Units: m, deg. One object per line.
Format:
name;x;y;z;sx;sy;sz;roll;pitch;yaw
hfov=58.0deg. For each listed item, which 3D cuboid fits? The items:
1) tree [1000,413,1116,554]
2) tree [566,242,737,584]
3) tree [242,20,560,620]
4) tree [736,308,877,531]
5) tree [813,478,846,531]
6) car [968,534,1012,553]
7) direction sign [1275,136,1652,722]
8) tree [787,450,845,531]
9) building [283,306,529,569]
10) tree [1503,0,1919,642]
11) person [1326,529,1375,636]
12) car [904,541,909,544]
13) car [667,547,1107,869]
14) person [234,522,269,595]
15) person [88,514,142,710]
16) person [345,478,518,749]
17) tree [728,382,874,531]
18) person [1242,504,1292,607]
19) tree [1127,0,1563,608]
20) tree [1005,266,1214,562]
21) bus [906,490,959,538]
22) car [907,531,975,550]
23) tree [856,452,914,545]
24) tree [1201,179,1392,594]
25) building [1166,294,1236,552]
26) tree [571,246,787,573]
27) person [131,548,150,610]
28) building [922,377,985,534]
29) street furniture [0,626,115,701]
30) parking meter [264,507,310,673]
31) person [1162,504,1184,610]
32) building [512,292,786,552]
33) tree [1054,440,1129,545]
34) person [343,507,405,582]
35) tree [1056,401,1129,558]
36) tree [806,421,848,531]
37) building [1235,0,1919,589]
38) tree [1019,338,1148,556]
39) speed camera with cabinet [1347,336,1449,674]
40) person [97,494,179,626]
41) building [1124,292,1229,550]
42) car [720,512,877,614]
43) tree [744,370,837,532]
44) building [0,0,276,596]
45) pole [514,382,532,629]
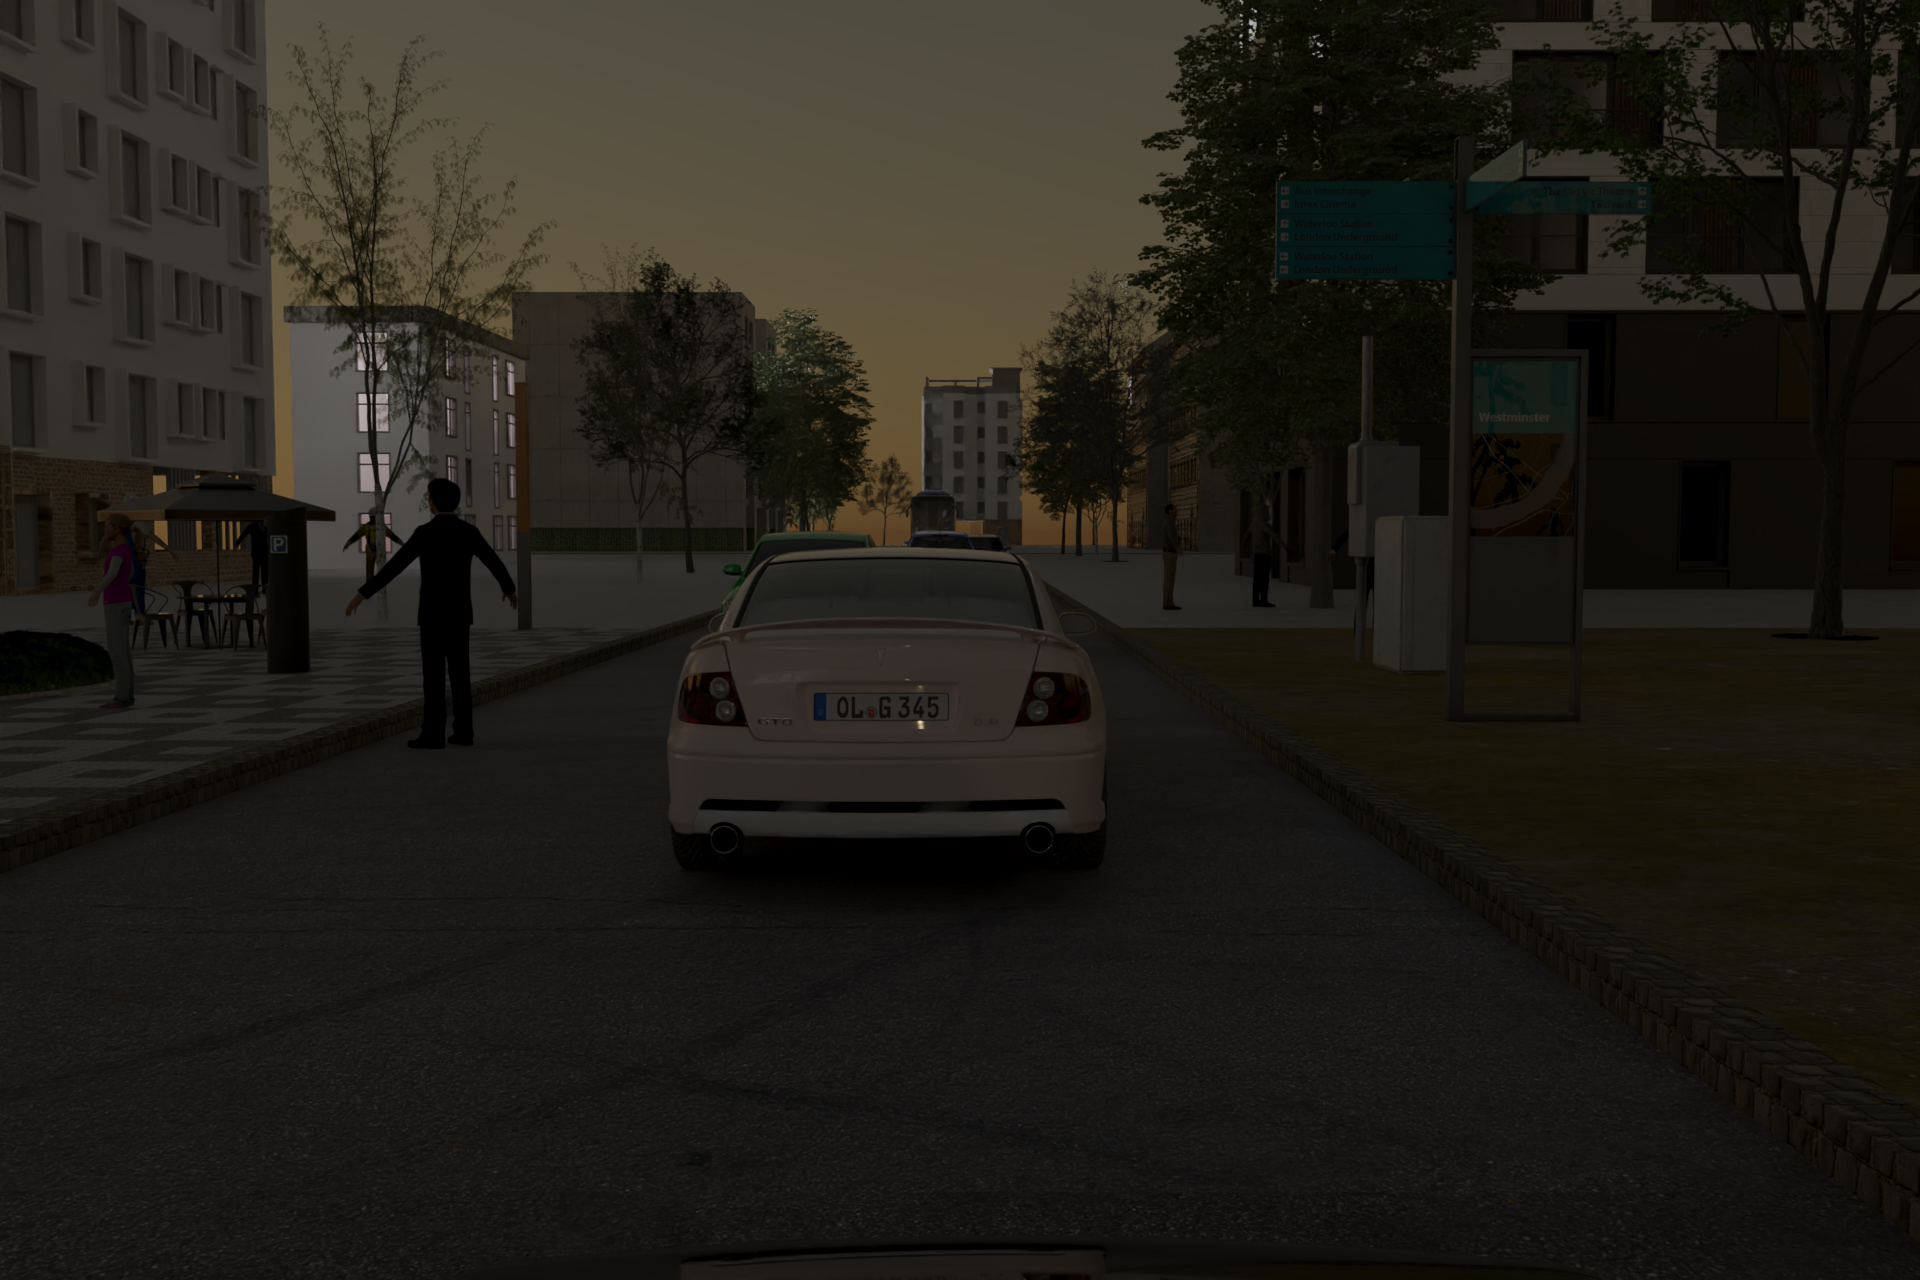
tree;6.475;-10.735;109.932;8.767;10.594;7.601;1;4;13
tree;-8.290;-5.739;44.194;4.360;8.622;3.978;0;3;0
tree;-8.912;-4.617;25.845;4.360;8.622;3.978;0;3;0
tree;-7.787;-10.361;87.526;7.486;12.596;7.792;0;3;0
tree;-14.553;-14.952;194.821;4.737;8.622;4.395;0;3;0
car;0.613;-2.694;53.825;2.009;1.686;4.222;0;3;0
direction sign;3.398;-1.374;11.222;2.525;3.948;1.411;0;4;0
tree;-16.768;-17.368;202.096;7.486;12.596;7.792;0;3;0
building;-23.865;-8.300;77.853;9.099;9.664;28.070;0;4;1
tree;10.532;-5.808;20.712;9.928;11.665;9.643;0;3;0
person;4.972;-0.862;20.817;1.216;1.740;0.721;-1;4;-9
car;-1.682;-4.442;82.225;1.945;1.707;3.694;0;4;0
car;-0.306;0.218;8.796;2.083;1.381;4.827;0;4;0
person;-14.797;-1.862;36.661;0.704;1.802;1.346;2;4;35
person;-6.266;-0.214;12.764;0.599;1.433;0.991;-1;4;-15
person;-3.489;-0.185;11.669;0.705;1.806;1.347;3;4;37
tree;-8.749;-10.048;98.696;8.767;10.594;7.601;-3;4;-36
person;5.333;-1.487;30.440;0.705;1.813;1.348;-2;4;-28
tree;6.512;-6.806;29.410;7.486;12.596;7.792;0;3;0
tree;7.072;-10.338;79.401;12.009;13.543;11.850;0;3;0
bus;-1.489;-6.663;100.486;2.896;3.916;12.251;0;4;0
car;-0.408;-1.545;34.852;1.945;1.707;3.694;0;4;-1
tree;-8.325;-16.029;196.481;7.601;10.594;8.767;0;4;2
tree;6.354;-5.283;36.737;4.360;8.622;3.978;0;3;0
building;26.188;-18.383;131.487;19.493;23.208;18.063;0;4;0
tree;-9.254;-7.492;56.914;7.601;10.594;8.767;0;4;-7
person;-14.036;-1.405;29.429;0.721;1.772;1.216;-3;5;-43
building;-3.994;-20.888;200.394;11.380;20.090;16.016;0;4;-6
street furniture;-10.071;0.195;12.437;5.734;0.657;10.072;0;4;2
parking meter;-6.250;-0.469;16.086;0.372;1.533;0.369;0;3;0
person;3.595;-1.415;29.403;0.705;1.796;1.348;0;3;0
building;-24.290;-16.879;142.429;16.747;18.905;31.486;0;3;0
tree;15.099;-17.529;196.963;12.009;13.543;11.850;0;3;0
person;-12.416;-1.897;36.782;1.354;1.858;0.705;-1;4;-9
tree;7.327;-8.658;91.925;4.360;8.622;3.978;0;3;0
tree;-8.064;-9.550;106.499;4.360;8.622;3.978;0;3;0
building;22.496;-12.946;55.644;27.936;21.610;32.646;0;4;0
tree;7.177;-11.116;99.880;7.486;12.596;7.792;0;3;0
speed camera with cabinet;4.280;-1.369;16.724;0.660;3.252;2.038;0;4;-1
person;-11.596;-1.129;24.312;1.347;1.847;0.705;1;4;16
building;24.728;-19.586;151.155;19.493;23.208;18.063;0;4;1
car;-1.673;-0.687;20.029;1.959;1.807;4.718;0;3;0
tree;-7.758;-7.859;78.853;4.737;8.622;4.395;0;3;0
building;-24.617;-10.991;36.119;16.016;20.090;11.380;0;4;1
pole;-5.890;-1.805;23.359;0.158;3.312;0.155;0;3;0
